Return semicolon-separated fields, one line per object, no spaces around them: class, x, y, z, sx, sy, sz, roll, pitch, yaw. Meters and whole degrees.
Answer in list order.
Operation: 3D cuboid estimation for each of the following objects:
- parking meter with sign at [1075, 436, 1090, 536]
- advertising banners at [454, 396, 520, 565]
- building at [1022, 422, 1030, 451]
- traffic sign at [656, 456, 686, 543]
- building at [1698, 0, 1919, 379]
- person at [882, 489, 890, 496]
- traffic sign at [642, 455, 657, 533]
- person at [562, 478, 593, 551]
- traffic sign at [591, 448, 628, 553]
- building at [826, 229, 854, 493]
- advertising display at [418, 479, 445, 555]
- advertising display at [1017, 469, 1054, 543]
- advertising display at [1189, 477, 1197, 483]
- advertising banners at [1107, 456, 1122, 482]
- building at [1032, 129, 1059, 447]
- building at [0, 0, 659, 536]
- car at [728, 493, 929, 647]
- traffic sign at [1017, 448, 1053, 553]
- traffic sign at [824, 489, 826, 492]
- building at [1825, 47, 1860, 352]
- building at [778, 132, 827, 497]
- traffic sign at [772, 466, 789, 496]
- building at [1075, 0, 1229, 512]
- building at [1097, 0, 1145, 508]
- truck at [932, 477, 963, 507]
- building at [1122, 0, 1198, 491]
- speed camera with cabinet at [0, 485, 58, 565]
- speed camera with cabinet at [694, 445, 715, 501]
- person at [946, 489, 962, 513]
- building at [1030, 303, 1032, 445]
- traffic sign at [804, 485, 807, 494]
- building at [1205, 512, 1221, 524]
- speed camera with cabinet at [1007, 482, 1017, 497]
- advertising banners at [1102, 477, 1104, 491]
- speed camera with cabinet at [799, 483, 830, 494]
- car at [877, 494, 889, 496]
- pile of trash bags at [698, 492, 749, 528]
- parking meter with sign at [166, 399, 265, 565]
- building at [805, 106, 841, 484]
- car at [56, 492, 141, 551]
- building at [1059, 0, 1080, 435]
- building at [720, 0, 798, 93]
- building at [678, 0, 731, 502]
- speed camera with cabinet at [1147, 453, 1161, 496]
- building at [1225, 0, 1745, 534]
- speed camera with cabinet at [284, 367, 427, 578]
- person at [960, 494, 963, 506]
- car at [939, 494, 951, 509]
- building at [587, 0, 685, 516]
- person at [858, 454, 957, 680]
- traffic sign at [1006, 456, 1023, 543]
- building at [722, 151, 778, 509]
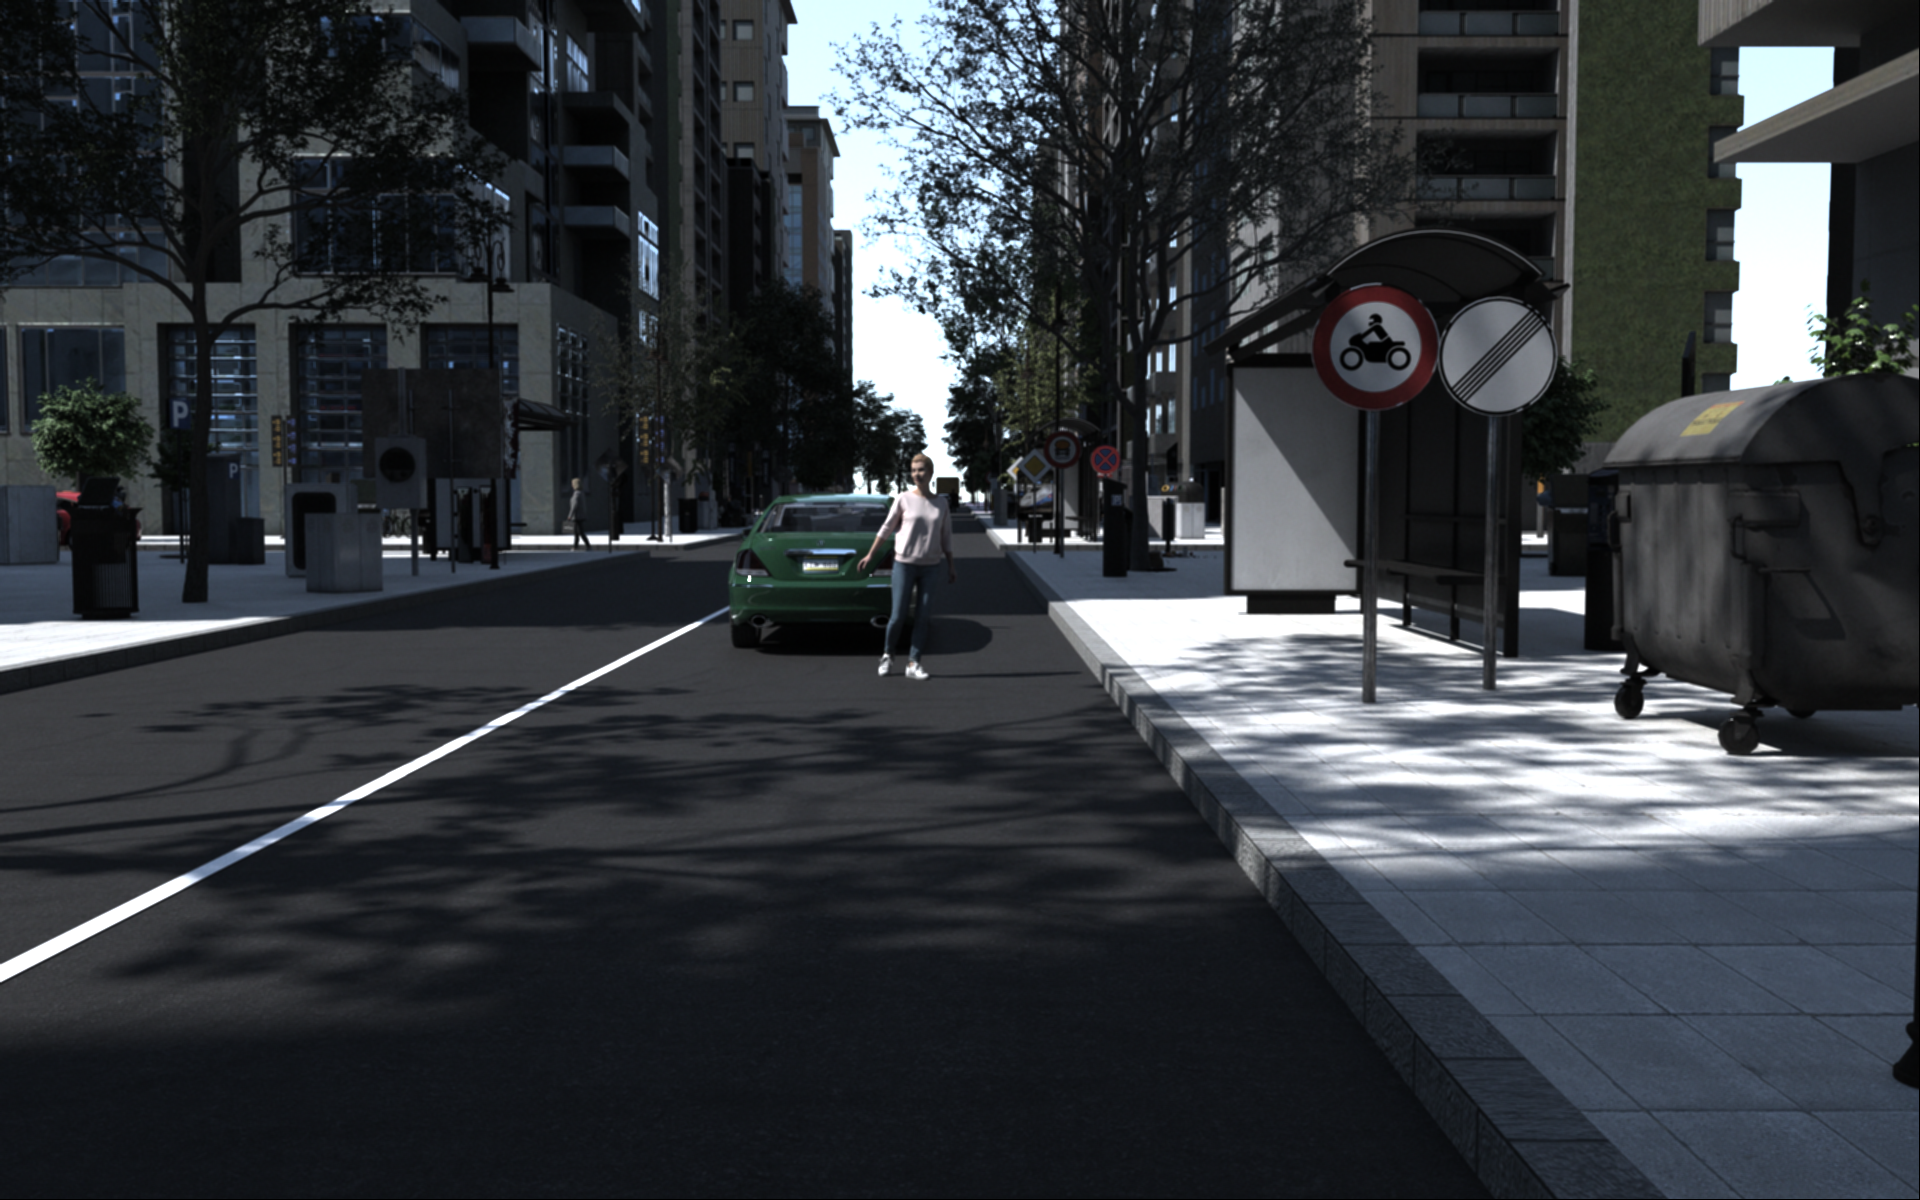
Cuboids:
parking meter with sign;3.789;-3.480;53.155;0.543;3.016;1.738;0;4;-3
advertising banners;-8.633;-2.166;31.610;2.074;3.025;0.090;3;5;41
building;23.658;-25.751;266.075;27.650;21.520;28.899;0;3;0
traffic sign;-7.596;-2.559;45.474;0.795;2.450;0.064;0;3;0
building;25.591;-26.016;14.595;28.713;52.752;27.495;0;3;0
person;-5.728;-7.573;132.458;1.348;1.807;0.705;-1;4;-19
traffic sign;-10.087;-3.474;56.912;0.768;2.556;0.104;0;4;5
person;-8.933;-1.945;40.489;0.728;1.800;0.709;1;4;11
traffic sign;-7.579;-2.070;37.489;0.795;2.450;0.064;0;3;0
building;-23.442;-35.271;260.273;14.154;41.232;14.086;0;3;0
advertising display;-11.328;-1.943;36.989;0.123;1.923;0.974;2;4;24
advertising display;1.967;-2.450;45.269;0.974;1.923;0.123;0;4;0
advertising display;8.623;-3.608;64.204;0.123;1.923;0.974;0;4;-2
advertising banners;7.224;-5.172;80.749;0.090;3.025;2.074;-1;4;-11
building;20.475;-36.762;224.759;21.300;48.544;21.600;0;3;0
building;-23.666;-46.076;66.013;22.319;86.520;31.000;0;3;0
car;-1.233;-0.356;17.625;2.131;1.459;4.920;0;3;0
traffic sign;1.615;-2.070;37.488;0.795;2.450;0.064;0;3;0
traffic sign;-9.358;-7.337;120.058;0.768;2.556;0.104;0;4;5
building;43.055;-26.670;59.759;21.600;48.544;21.300;0;3;0
building;-24.223;-34.769;218.587;14.600;45.320;14.200;0;3;0
traffic sign;-8.028;-4.727;77.385;0.768;2.556;0.104;0;4;6
building;17.588;-30.744;152.768;14.600;45.320;14.200;0;3;0
building;19.949;-42.553;133.987;20.563;71.187;20.611;0;3;0
truck;-1.352;-11.942;191.181;3.469;3.379;9.791;0;4;-1
building;22.091;-29.672;104.752;23.786;49.044;30.456;0;3;0
speed camera with cabinet;-17.373;-2.249;31.104;0.660;3.252;2.038;2;4;30
speed camera with cabinet;-10.401;-4.666;70.620;0.660;3.252;2.038;0;4;0
person;-0.502;-7.518;131.449;1.348;1.821;0.705;0;4;-1
building;16.740;-28.886;243.991;14.160;30.474;14.107;0;3;0
traffic sign;-9.852;-6.771;110.811;0.768;2.556;0.104;0;4;8
building;17.904;-25.962;74.586;14.600;45.320;14.200;0;3;0
speed camera with cabinet;3.543;-7.409;115.466;0.660;3.252;2.038;3;5;45
advertising banners;8.786;-7.104;112.339;2.074;3.025;0.090;-1;4;-22
speed camera with cabinet;-9.479;-7.247;112.829;2.038;3.252;0.660;-2;4;-32
car;-5.446;-6.398;116.412;2.131;1.459;4.920;0;4;0
pile of trash bags;-9.313;-3.454;66.233;1.912;1.369;3.447;0;4;8
parking meter with sign;-13.581;-2.168;31.704;1.738;3.016;0.543;1;4;16
building;-31.474;-39.750;239.154;28.713;52.752;27.495;0;3;0
car;-22.062;-1.983;41.464;4.494;1.783;2.155;0;4;0
building;20.391;-38.639;173.752;21.231;58.520;28.212;0;3;0
building;-31.046;-35.431;168.533;28.713;52.752;27.495;0;3;0
building;-26.517;-42.280;129.534;20.563;71.187;20.611;0;3;0
speed camera with cabinet;9.813;-5.546;85.010;2.038;3.252;0.660;-3;4;-36
building;17.213;-23.003;59.699;14.086;41.232;14.154;0;3;0
speed camera with cabinet;-9.367;-1.988;26.843;2.038;3.252;0.660;0;4;-6
person;0.104;-12.364;213.875;0.599;1.433;0.991;-1;4;-18
car;-1.609;-9.581;168.653;2.014;1.417;4.499;0;4;1
building;-23.802;-25.339;97.881;14.154;41.232;14.086;0;3;0
person;-0.455;-0.264;13.493;0.731;1.740;0.598;-2;4;-27
traffic sign;1.599;-2.558;45.473;0.795;2.450;0.064;0;3;0
building;-23.427;-23.044;148.466;14.160;30.474;14.107;0;3;0
